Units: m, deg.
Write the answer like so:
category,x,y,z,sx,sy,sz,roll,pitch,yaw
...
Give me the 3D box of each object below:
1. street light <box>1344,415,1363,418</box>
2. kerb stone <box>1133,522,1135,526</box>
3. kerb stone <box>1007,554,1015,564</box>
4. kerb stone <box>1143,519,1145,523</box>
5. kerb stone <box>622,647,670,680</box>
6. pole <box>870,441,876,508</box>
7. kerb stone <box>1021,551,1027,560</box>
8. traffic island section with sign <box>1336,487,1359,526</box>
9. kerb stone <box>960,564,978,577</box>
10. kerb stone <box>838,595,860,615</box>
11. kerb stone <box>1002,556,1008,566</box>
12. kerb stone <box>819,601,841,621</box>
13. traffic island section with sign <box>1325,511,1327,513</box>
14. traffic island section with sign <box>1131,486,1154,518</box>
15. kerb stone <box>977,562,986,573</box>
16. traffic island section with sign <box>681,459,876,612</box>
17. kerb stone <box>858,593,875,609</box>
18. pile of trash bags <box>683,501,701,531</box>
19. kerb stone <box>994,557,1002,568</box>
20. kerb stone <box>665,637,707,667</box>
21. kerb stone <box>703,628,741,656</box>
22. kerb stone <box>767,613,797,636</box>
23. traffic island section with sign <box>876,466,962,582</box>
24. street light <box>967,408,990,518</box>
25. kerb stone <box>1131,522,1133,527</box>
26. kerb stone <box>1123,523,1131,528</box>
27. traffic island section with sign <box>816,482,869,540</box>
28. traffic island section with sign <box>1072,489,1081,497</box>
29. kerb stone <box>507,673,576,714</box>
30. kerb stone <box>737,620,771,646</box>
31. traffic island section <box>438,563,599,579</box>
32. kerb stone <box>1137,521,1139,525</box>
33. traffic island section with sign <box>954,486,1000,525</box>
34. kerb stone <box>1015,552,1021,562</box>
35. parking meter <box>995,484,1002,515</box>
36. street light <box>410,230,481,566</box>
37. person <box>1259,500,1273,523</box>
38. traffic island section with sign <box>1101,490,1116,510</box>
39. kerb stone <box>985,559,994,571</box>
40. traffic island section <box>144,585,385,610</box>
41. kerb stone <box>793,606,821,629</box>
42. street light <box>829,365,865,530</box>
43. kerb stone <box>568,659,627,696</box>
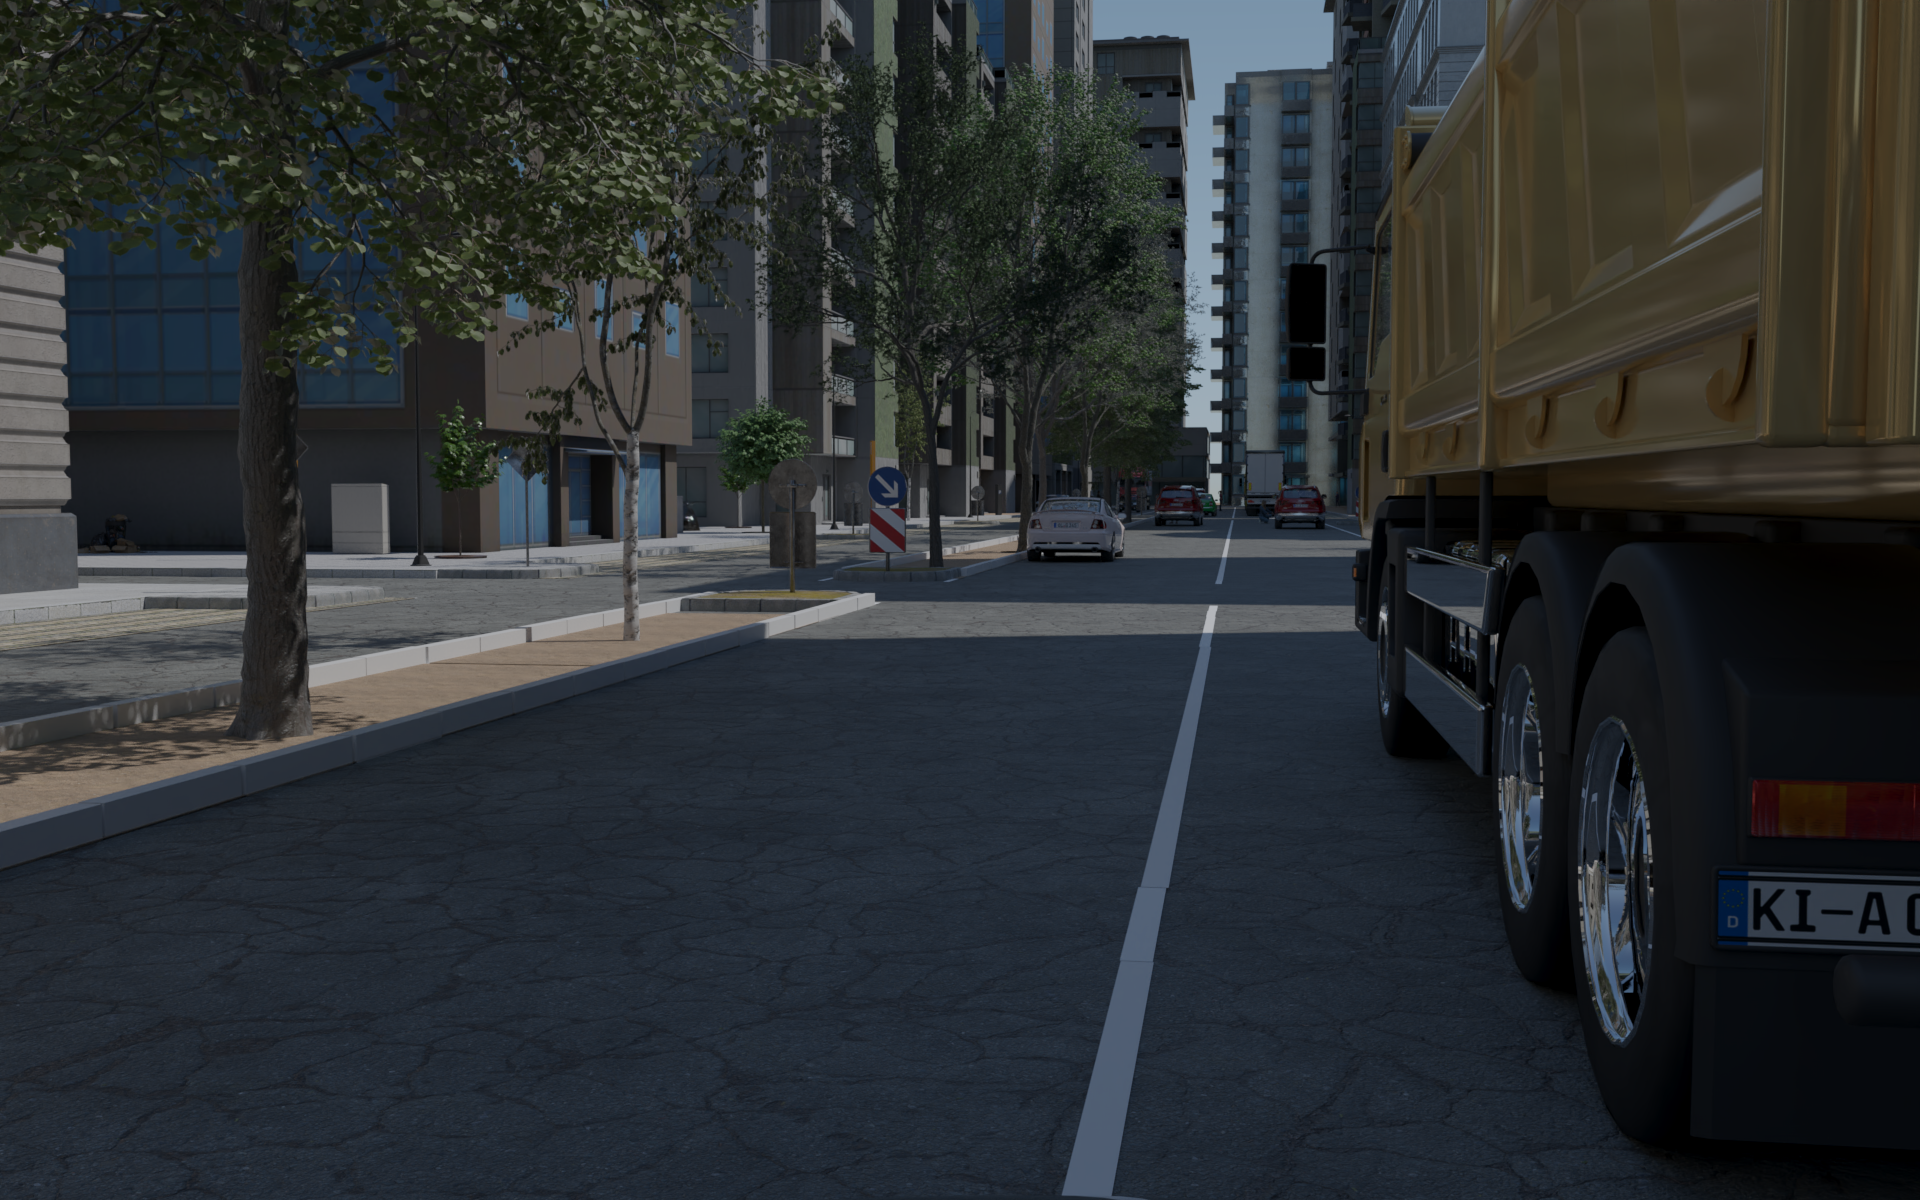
category,x,y,z,sx,sy,sz,roll,pitch,yaw
street light,23.254,-7.900,101.712,1.470,5.913,1.316,1,4,9
kerb stone,7.463,-3.294,76.045,0.120,0.150,1.000,1,4,9
kerb stone,0.950,-0.816,35.544,0.120,0.150,1.000,1,4,9
kerb stone,8.758,-3.790,84.160,0.120,0.150,1.000,1,4,9
kerb stone,-2.545,0.517,13.777,0.120,0.150,1.000,1,4,9
pole,-3.342,-4.441,66.454,0.158,3.312,0.155,0,3,0
kerb stone,1.275,-0.940,37.566,0.120,0.150,1.000,1,4,9
traffic island section with sign,18.293,-4.331,79.436,1.989,1.847,2.006,1,4,9
kerb stone,0.140,-0.505,30.480,0.120,0.150,1.000,1,4,9
kerb stone,-1.407,0.080,20.894,0.120,0.150,1.000,1,4,9
kerb stone,0.784,-0.754,34.531,0.120,0.150,1.000,1,4,9
kerb stone,-1.563,0.141,19.882,0.120,0.150,1.000,1,4,9
traffic island section with sign,26.144,-7.320,128.311,1.989,1.847,2.006,1,4,9
traffic island section with sign,10.814,-5.831,103.466,2.006,1.907,1.989,1,4,9
kerb stone,0.293,-0.568,31.490,0.120,0.150,1.000,1,4,9
traffic island section with sign,-2.282,-0.846,21.961,2.006,1.907,1.989,1,4,9
kerb stone,-1.239,0.018,21.906,0.120,0.150,1.000,1,4,9
pile of trash bags,-10.709,-3.050,59.620,1.912,1.369,3.447,3,4,38
kerb stone,0.628,-0.691,33.516,0.120,0.150,1.000,1,4,9
kerb stone,-2.389,0.453,14.794,0.120,0.150,1.000,1,4,9
kerb stone,-2.226,0.393,15.814,0.120,0.150,1.000,1,4,9
kerb stone,-1.891,0.267,17.839,0.120,0.150,1.000,1,4,9
traffic island section with sign,-1.098,-1.293,29.274,2.006,1.907,1.989,1,4,9
street light,1.097,-7.427,93.974,1.470,5.913,1.316,1,4,9
kerb stone,7.300,-3.231,75.029,0.120,0.150,1.000,1,4,9
kerb stone,7.130,-3.169,74.016,0.120,0.150,1.000,1,4,9
traffic island section with sign,-3.445,-2.831,54.916,1.989,1.847,2.006,1,4,9
traffic island section with sign,8.884,-7.521,131.597,1.989,1.847,2.006,1,4,9
kerb stone,-2.872,0.639,11.754,0.120,0.150,1.000,1,4,9
kerb stone,-2.052,0.328,16.826,0.120,0.150,1.000,1,4,9
traffic island section,-7.675,-0.513,30.675,2.009,0.180,2.903,1,4,9
kerb stone,7.948,-3.479,79.079,0.120,0.150,1.000,1,4,9
traffic island section with sign,0.833,-4.460,81.552,1.989,1.847,2.006,1,4,9
kerb stone,1.108,-0.877,36.557,0.120,0.150,1.000,1,4,9
parking meter,2.344,-6.061,104.816,0.399,1.863,0.255,-3,4,-38
street light,-9.094,-3.554,30.657,1.470,5.913,1.316,1,4,9
person,14.974,-4.311,84.491,0.738,1.151,1.012,3,4,38
traffic island section with sign,13.335,-9.216,159.311,1.989,1.847,2.006,1,4,9
kerb stone,0.457,-0.631,32.508,0.120,0.150,1.000,1,4,9
traffic island section,-8.942,-0.031,22.790,2.009,0.180,2.903,1,4,9
kerb stone,-1.725,0.204,18.865,0.120,0.150,1.000,1,4,9
street light,-3.999,-5.481,62.151,1.470,5.913,1.316,1,4,9
kerb stone,-2.708,0.577,12.768,0.120,0.150,1.000,1,4,9
